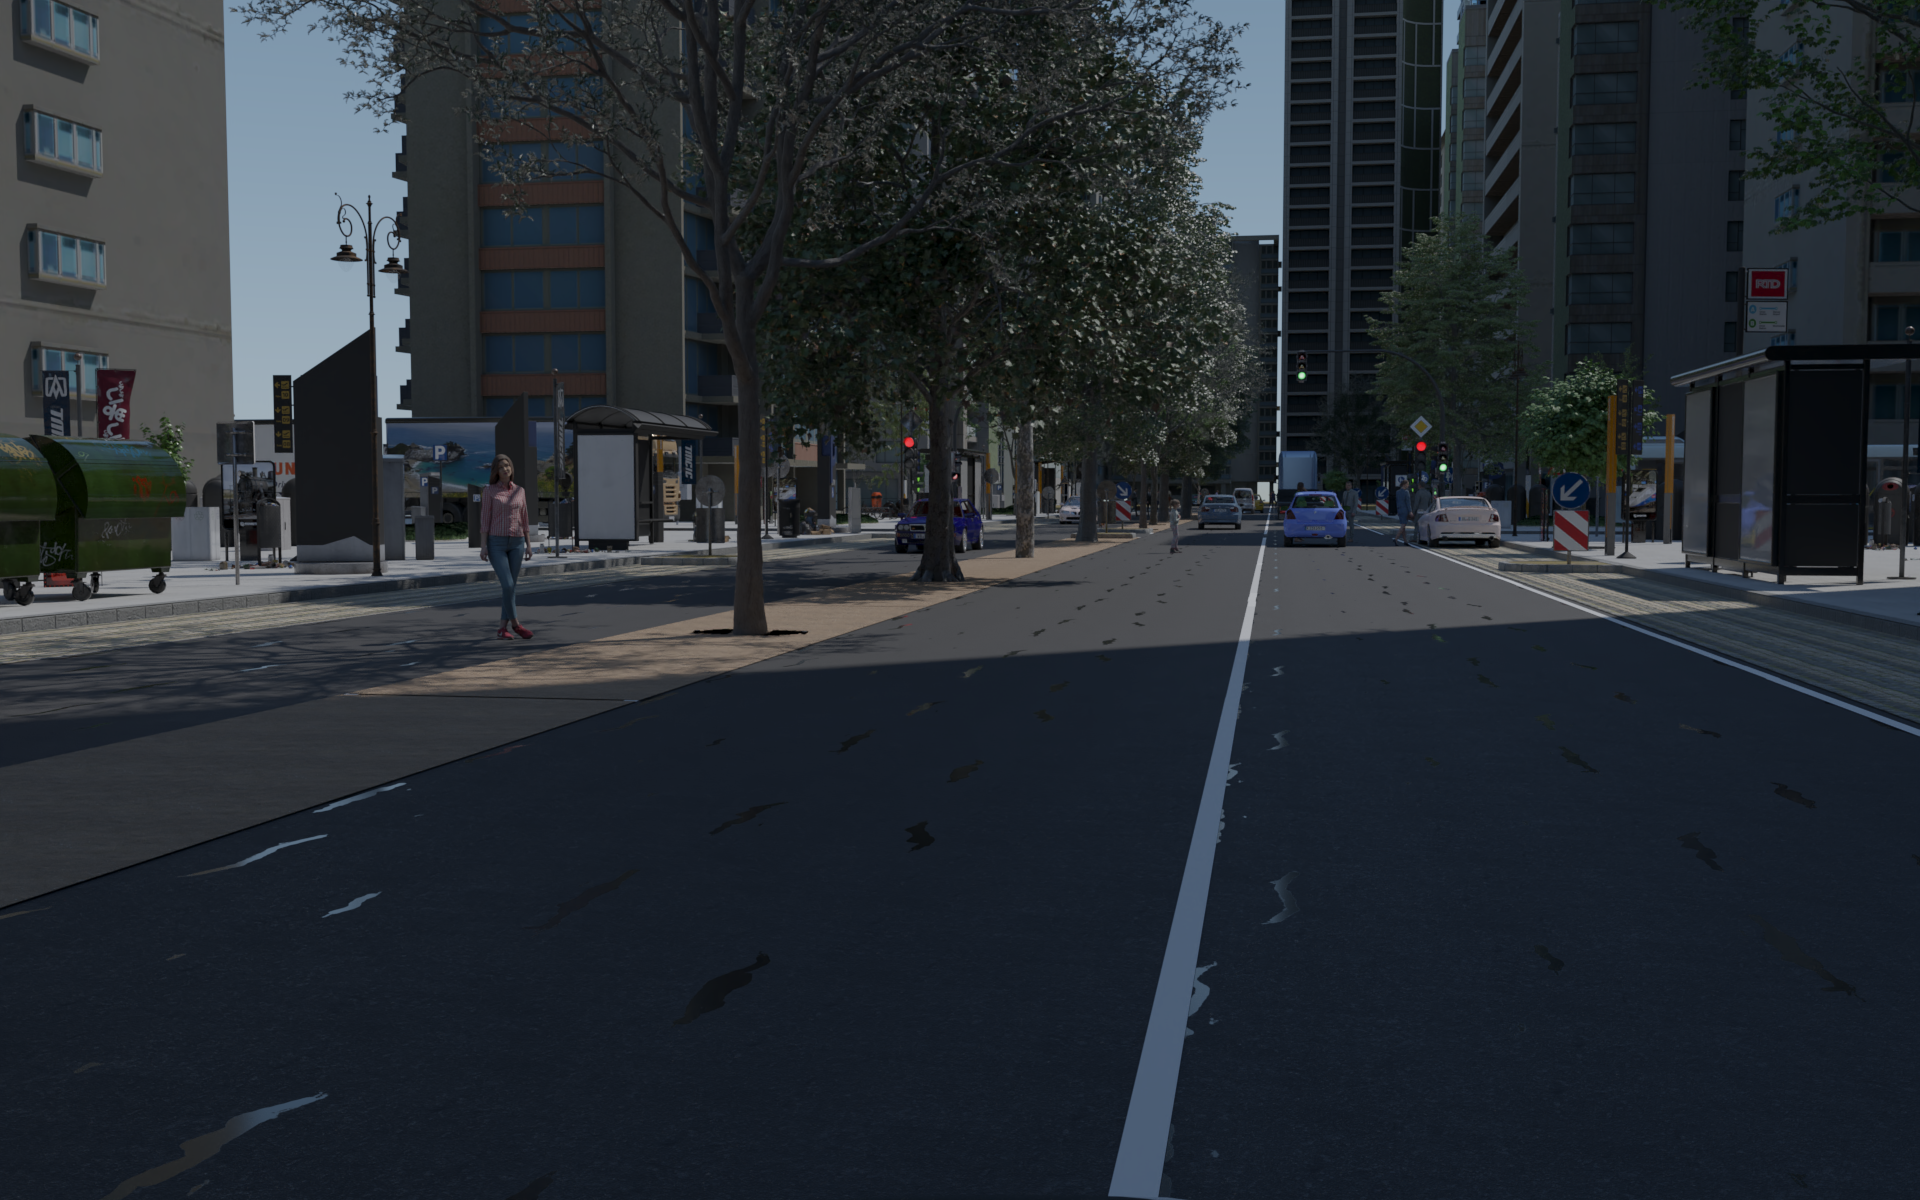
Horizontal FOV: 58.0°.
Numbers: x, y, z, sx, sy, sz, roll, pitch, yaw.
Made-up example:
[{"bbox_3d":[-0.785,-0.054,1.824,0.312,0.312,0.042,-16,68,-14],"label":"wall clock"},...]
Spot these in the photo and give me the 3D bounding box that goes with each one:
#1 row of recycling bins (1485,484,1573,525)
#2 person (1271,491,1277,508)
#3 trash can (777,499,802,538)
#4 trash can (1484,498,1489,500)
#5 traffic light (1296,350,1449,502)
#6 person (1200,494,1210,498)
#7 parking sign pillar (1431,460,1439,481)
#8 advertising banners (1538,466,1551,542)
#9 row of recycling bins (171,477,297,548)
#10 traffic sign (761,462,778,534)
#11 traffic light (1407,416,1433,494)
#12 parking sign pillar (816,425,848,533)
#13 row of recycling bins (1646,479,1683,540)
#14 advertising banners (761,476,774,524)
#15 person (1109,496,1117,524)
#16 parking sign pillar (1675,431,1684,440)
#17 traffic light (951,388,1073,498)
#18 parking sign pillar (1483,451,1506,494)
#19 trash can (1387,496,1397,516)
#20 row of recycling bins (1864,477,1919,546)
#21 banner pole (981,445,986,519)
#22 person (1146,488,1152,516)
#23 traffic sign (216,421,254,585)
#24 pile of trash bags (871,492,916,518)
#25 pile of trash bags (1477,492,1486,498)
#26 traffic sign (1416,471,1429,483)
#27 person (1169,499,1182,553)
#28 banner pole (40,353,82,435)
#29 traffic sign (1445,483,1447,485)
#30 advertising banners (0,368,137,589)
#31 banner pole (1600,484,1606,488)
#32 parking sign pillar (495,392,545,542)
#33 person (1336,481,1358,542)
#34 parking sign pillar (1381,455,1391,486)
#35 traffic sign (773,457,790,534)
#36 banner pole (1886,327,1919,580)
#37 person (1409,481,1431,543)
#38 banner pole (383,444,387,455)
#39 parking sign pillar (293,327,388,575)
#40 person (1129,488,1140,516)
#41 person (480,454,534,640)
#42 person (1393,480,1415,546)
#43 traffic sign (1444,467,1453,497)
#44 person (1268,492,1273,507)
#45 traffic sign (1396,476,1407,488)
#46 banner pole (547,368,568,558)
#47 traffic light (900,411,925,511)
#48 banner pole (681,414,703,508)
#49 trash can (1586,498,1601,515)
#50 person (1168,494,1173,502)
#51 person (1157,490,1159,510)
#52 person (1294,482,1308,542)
[{"bbox_3d":[23.641,-3.970,72.023,3.534,1.692,1.069,2,4,27],"label":"row of recycling bins"},{"bbox_3d":[31.400,-10.014,172.678,0.683,1.767,0.568,-2,4,-28],"label":"person"},{"bbox_3d":[-4.989,-2.386,50.660,0.748,1.137,0.748,0,3,0],"label":"trash can"},{"bbox_3d":[19.693,-3.309,65.752,0.748,1.137,0.748,0,3,0],"label":"trash can"},{"bbox_3d":[12.972,-4.878,54.425,4.771,5.953,1.251,1,4,10],"label":"traffic light"},{"bbox_3d":[23.308,-9.498,163.891,1.348,1.812,0.705,1,4,13],"label":"person"},{"bbox_3d":[26.607,-6.617,96.666,1.447,3.967,1.447,2,4,25],"label":"parking sign pillar"},{"bbox_3d":[15.968,-3.130,47.371,0.090,3.025,2.074,1,4,11],"label":"advertising banners"},{"bbox_3d":[-17.533,-2.149,42.255,3.534,1.692,1.069,-1,4,-21],"label":"row of recycling bins"},{"bbox_3d":[-5.912,-3.219,52.736,0.768,2.556,0.104,1,4,17],"label":"traffic sign"},{"bbox_3d":[16.469,-4.473,62.052,0.839,4.253,0.868,1,4,10],"label":"traffic light"},{"bbox_3d":[-4.441,-4.233,57.688,1.447,3.967,1.447,0,4,5],"label":"parking sign pillar"},{"bbox_3d":[20.150,-2.492,47.852,1.069,1.692,3.534,-2,4,-34],"label":"row of recycling bins"},{"bbox_3d":[-8.302,-4.755,73.936,0.090,3.025,2.074,1,4,12],"label":"advertising banners"},{"bbox_3d":[7.324,-4.558,83.202,0.511,1.800,0.466,3,5,42],"label":"person"},{"bbox_3d":[28.738,-4.982,69.928,1.447,3.967,1.447,2,4,29],"label":"parking sign pillar"},{"bbox_3d":[1.898,-5.507,64.699,4.771,5.953,1.251,1,4,10],"label":"traffic light"},{"bbox_3d":[32.652,-7.178,105.837,1.447,3.967,1.447,-1,4,-15],"label":"parking sign pillar"},{"bbox_3d":[25.455,-5.528,102.039,0.748,1.137,0.748,0,3,0],"label":"trash can"},{"bbox_3d":[22.774,-2.216,43.343,3.534,1.692,1.069,2,4,26],"label":"row of recycling bins"},{"bbox_3d":[1.225,-6.078,89.389,0.401,3.779,0.863,0,4,5],"label":"banner pole"},{"bbox_3d":[12.379,-6.394,112.814,0.659,1.850,0.755,0,4,-6],"label":"person"},{"bbox_3d":[-10.202,-1.362,24.399,0.606,2.300,0.079,1,4,15],"label":"traffic sign"},{"bbox_3d":[-3.496,-5.112,93.326,1.912,1.369,3.447,3,5,41],"label":"pile of trash bags"},{"bbox_3d":[22.388,-3.999,75.136,1.912,1.369,3.447,0,4,5],"label":"pile of trash bags"},{"bbox_3d":[25.495,-5.847,95.709,0.768,2.556,0.104,1,4,14],"label":"traffic sign"},{"bbox_3d":[5.240,-1.791,42.056,0.394,1.301,0.425,-1,4,-17],"label":"person"},{"bbox_3d":[-15.908,-2.499,30.874,0.863,3.779,0.401,0,4,-3],"label":"banner pole"},{"bbox_3d":[27.428,-6.013,98.421,0.768,2.556,0.104,1,4,11],"label":"traffic sign"},{"bbox_3d":[-12.396,-1.688,23.787,2.074,3.025,0.090,-3,4,-36],"label":"advertising banners"},{"bbox_3d":[30.072,-5.523,80.324,0.401,3.779,0.863,-3,4,-38],"label":"banner pole"},{"bbox_3d":[-11.861,-3.537,46.296,1.447,3.967,1.447,3,5,40],"label":"parking sign pillar"},{"bbox_3d":[11.588,-2.634,51.658,0.391,1.810,0.635,-3,5,-44],"label":"person"},{"bbox_3d":[29.204,-7.925,118.038,1.447,3.967,1.447,-1,4,-15],"label":"parking sign pillar"},{"bbox_3d":[-5.775,-3.358,55.015,0.768,2.556,0.104,1,4,15],"label":"traffic sign"},{"bbox_3d":[14.427,-2.198,25.961,0.863,3.779,0.401,1,4,11],"label":"banner pole"},{"bbox_3d":[13.526,-2.578,50.759,0.694,1.812,0.767,-2,4,-33],"label":"person"},{"bbox_3d":[-25.163,-5.248,75.821,0.863,3.779,0.401,0,4,1],"label":"banner pole"},{"bbox_3d":[-10.083,-2.425,28.113,1.447,3.967,1.447,0,4,-3],"label":"parking sign pillar"},{"bbox_3d":[11.123,-6.247,110.597,0.822,1.834,0.622,1,4,13],"label":"person"},{"bbox_3d":[-4.482,-0.522,17.042,0.388,1.821,0.555,3,5,39],"label":"person"},{"bbox_3d":[12.159,-2.392,47.640,0.654,1.822,0.581,-1,4,-13],"label":"person"},{"bbox_3d":[23.435,-5.061,82.860,0.768,2.556,0.104,1,4,13],"label":"traffic sign"},{"bbox_3d":[34.406,-11.104,191.526,0.593,1.643,0.415,0,4,4],"label":"person"},{"bbox_3d":[23.884,-5.606,93.782,0.606,2.300,0.079,1,4,14],"label":"traffic sign"},{"bbox_3d":[-7.961,-2.715,34.414,0.401,3.779,0.863,-2,4,-29],"label":"banner pole"},{"bbox_3d":[-1.598,-4.175,57.179,0.839,4.253,0.868,1,4,10],"label":"traffic light"},{"bbox_3d":[-8.363,-3.940,54.435,0.863,3.779,0.401,-1,4,-18],"label":"banner pole"},{"bbox_3d":[25.770,-3.608,70.649,0.748,1.137,0.748,0,3,0],"label":"trash can"},{"bbox_3d":[19.339,-9.072,160.089,1.065,1.426,0.557,-1,4,-11],"label":"person"},{"bbox_3d":[17.893,-8.973,155.745,0.750,1.759,0.617,-2,4,-24],"label":"person"},{"bbox_3d":[10.232,-2.654,52.143,0.529,1.795,0.600,-3,4,-37],"label":"person"}]
